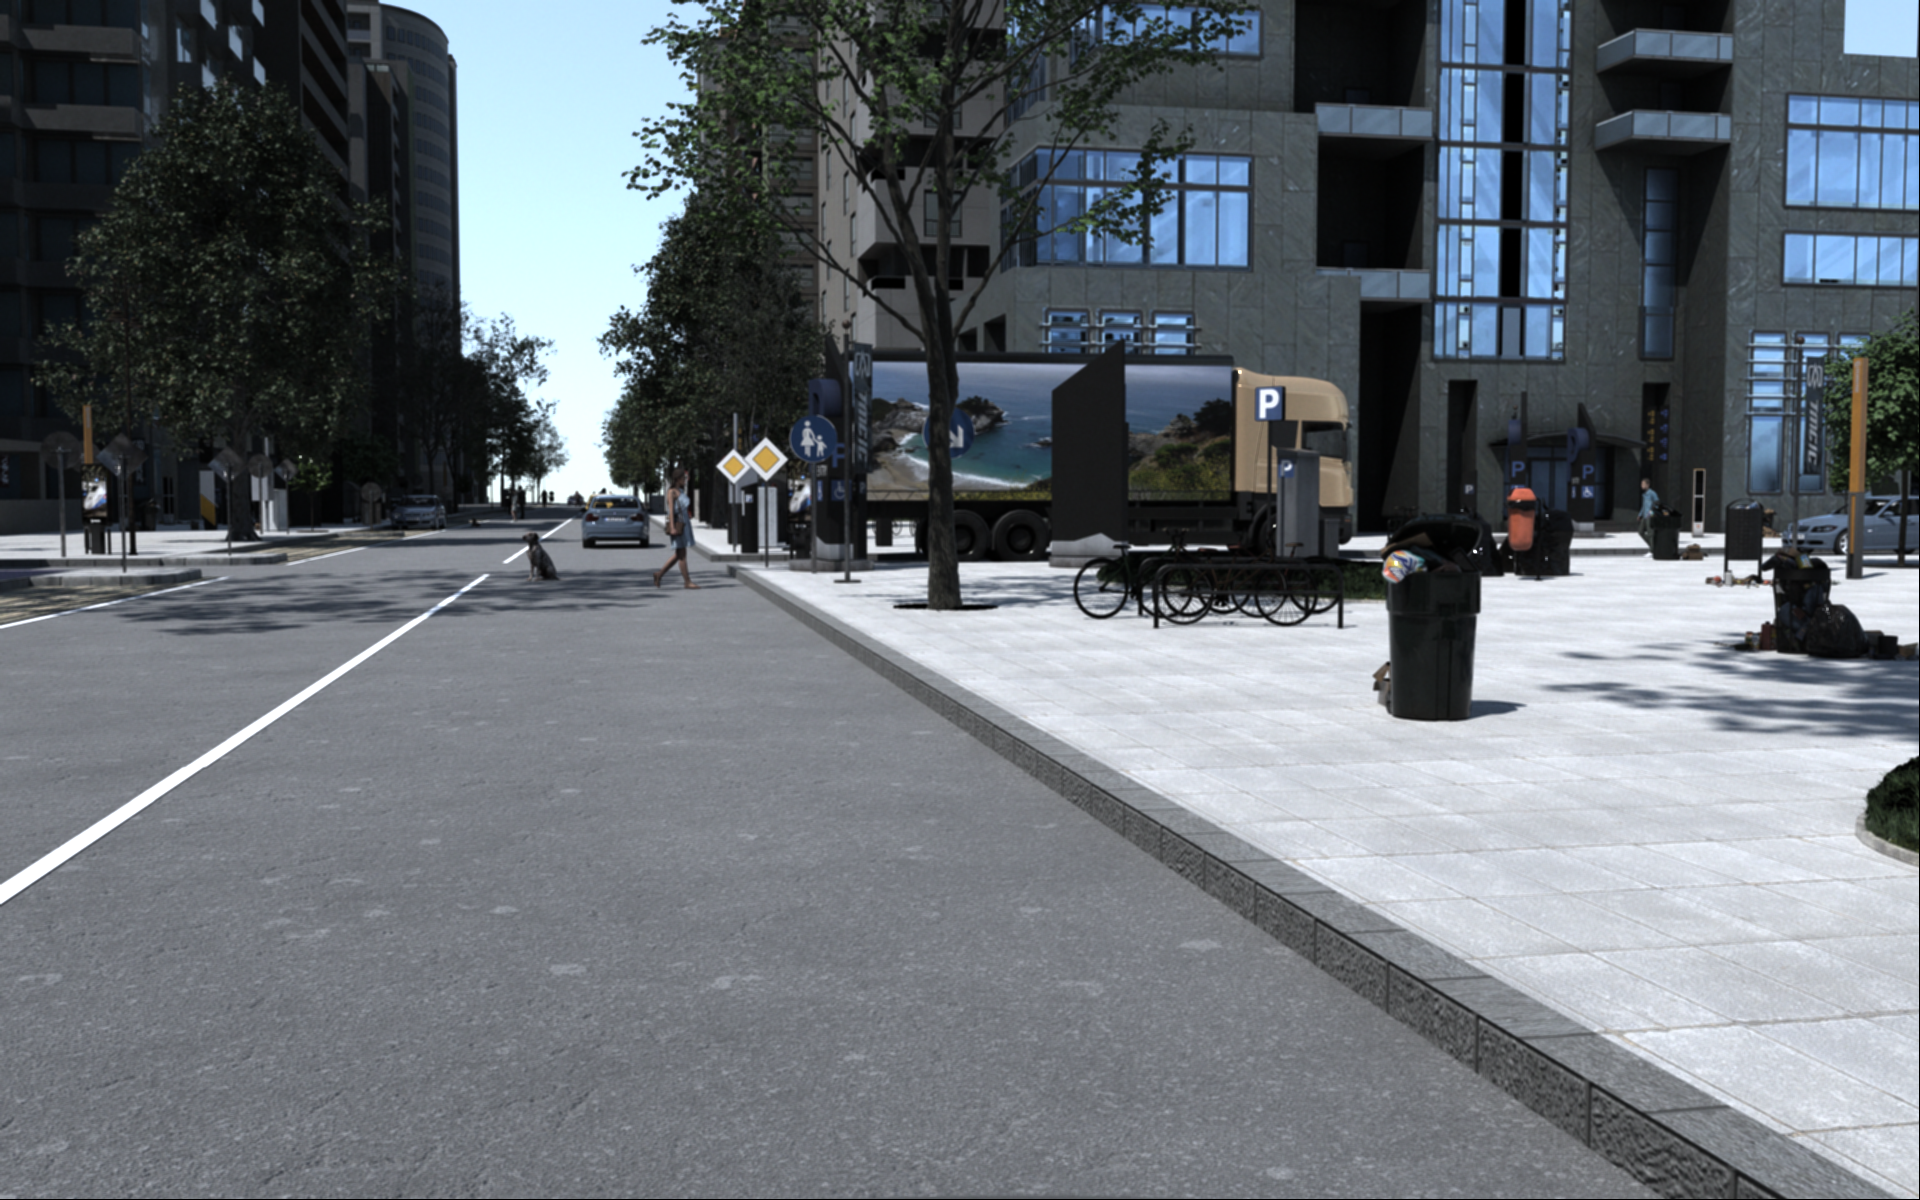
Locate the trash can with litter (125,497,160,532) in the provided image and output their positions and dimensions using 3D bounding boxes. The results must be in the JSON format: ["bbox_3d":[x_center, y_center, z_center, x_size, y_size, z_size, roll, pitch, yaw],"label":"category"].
[{"bbox_3d":[-28.063,-2.939,59.432,0.624,1.170,1.055,2,4,35],"label":"trash can with litter"}]

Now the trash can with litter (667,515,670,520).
[{"bbox_3d":[-13.938,-4.518,85.262,0.624,1.170,1.055,2,4,26],"label":"trash can with litter"}]

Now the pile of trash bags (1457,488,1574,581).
[{"bbox_3d":[8.618,-1.062,27.110,1.912,1.369,3.447,1,4,10],"label":"pile of trash bags"}]

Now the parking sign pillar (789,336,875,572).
[{"bbox_3d":[-2.161,-2.483,29.065,1.447,3.967,1.447,-1,4,-18],"label":"parking sign pillar"}]

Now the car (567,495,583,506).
[{"bbox_3d":[-47.339,-12.251,212.880,1.945,1.354,3.894,-1,4,-11],"label":"car"}]

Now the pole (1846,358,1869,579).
[{"bbox_3d":[13.482,-1.968,26.016,0.158,3.312,0.155,0,3,0],"label":"pole"}]

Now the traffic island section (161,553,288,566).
[{"bbox_3d":[-15.231,-0.844,36.076,2.009,0.180,2.903,-1,4,-11],"label":"traffic island section"}]

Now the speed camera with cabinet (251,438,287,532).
[{"bbox_3d":[-23.721,-3.982,59.448,0.660,3.252,2.038,0,4,-4],"label":"speed camera with cabinet"}]

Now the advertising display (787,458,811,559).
[{"bbox_3d":[-2.809,-1.573,30.938,0.123,1.923,0.974,-2,4,-34],"label":"advertising display"}]

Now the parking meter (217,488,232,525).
[{"bbox_3d":[-30.542,-3.896,72.117,0.372,1.533,0.369,0,3,0],"label":"parking meter"}]

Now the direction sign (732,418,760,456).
[{"bbox_3d":[-6.395,-3.657,51.792,0.876,3.537,0.379,1,4,13],"label":"direction sign"}]

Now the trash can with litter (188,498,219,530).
[{"bbox_3d":[-27.264,-3.120,62.397,1.055,1.170,0.624,-1,4,-22],"label":"trash can with litter"}]

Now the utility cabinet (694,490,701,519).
[{"bbox_3d":[-12.947,-4.802,87.192,0.318,1.500,1.173,1,4,20],"label":"utility cabinet"}]

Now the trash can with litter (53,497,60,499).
[{"bbox_3d":[-37.721,-3.735,72.459,0.624,1.170,1.055,-1,4,-13],"label":"trash can with litter"}]

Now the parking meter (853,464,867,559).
[{"bbox_3d":[-1.870,-1.558,31.191,0.255,1.863,0.399,2,4,27],"label":"parking meter"}]

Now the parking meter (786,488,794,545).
[{"bbox_3d":[-4.206,-2.155,43.639,0.372,1.533,0.369,0,3,0],"label":"parking meter"}]

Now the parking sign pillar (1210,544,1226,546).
[{"bbox_3d":[6.946,-3.347,43.193,1.447,3.967,1.447,2,4,29],"label":"parking sign pillar"}]

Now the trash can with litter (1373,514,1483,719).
[{"bbox_3d":[2.655,0.074,10.174,0.624,1.170,1.055,0,4,-2],"label":"trash can with litter"}]

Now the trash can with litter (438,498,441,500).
[{"bbox_3d":[-32.281,-5.887,107.644,1.055,1.170,0.624,1,4,12],"label":"trash can with litter"}]

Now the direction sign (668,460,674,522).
[{"bbox_3d":[-12.999,-5.260,78.000,0.379,3.537,0.876,0,4,2],"label":"direction sign"}]

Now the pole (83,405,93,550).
[{"bbox_3d":[-20.006,-2.810,39.795,0.158,3.312,0.155,0,3,0],"label":"pole"}]

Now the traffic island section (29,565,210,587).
[{"bbox_3d":[-13.646,-0.365,28.249,2.009,0.180,2.903,-1,4,-11],"label":"traffic island section"}]

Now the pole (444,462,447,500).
[{"bbox_3d":[-32.262,-7.016,108.562,0.158,3.312,0.155,0,3,0],"label":"pole"}]

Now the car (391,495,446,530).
[{"bbox_3d":[-21.912,-3.559,70.198,2.014,1.417,4.499,-1,4,-10],"label":"car"}]

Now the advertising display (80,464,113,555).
[{"bbox_3d":[-18.350,-1.934,36.828,0.974,1.923,0.123,2,4,33],"label":"advertising display"}]

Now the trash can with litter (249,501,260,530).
[{"bbox_3d":[-24.483,-3.052,61.282,1.055,1.170,0.624,0,4,-3],"label":"trash can with litter"}]

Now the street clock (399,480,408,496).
[{"bbox_3d":[-27.947,-5.046,87.069,0.471,2.002,0.358,3,5,41],"label":"street clock"}]

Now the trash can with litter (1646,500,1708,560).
[{"bbox_3d":[13.950,-1.364,33.694,1.055,1.170,0.624,0,4,-1],"label":"trash can with litter"}]

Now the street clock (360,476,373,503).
[{"bbox_3d":[-24.349,-4.069,71.095,0.358,2.002,0.471,2,4,31],"label":"street clock"}]

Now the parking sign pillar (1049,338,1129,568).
[{"bbox_3d":[2.289,-2.569,30.468,1.447,3.967,1.447,1,4,22],"label":"parking sign pillar"}]

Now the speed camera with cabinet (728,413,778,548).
[{"bbox_3d":[-5.007,-2.904,41.816,0.660,3.252,2.038,-2,4,-26],"label":"speed camera with cabinet"}]

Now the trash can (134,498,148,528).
[{"bbox_3d":[-30.423,-3.222,64.332,0.748,1.137,0.748,0,3,0],"label":"trash can"}]

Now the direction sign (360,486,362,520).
[{"bbox_3d":[-29.364,-5.677,84.812,0.876,3.537,0.379,-3,4,-37],"label":"direction sign"}]

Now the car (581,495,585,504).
[{"bbox_3d":[-54.104,-14.219,245.065,1.945,1.354,3.894,-1,4,-12],"label":"car"}]

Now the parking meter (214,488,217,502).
[{"bbox_3d":[-31.931,-4.037,74.415,0.372,1.533,0.369,0,3,0],"label":"parking meter"}]

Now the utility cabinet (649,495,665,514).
[{"bbox_3d":[-19.264,-6.050,110.083,0.306,1.237,1.020,3,5,43],"label":"utility cabinet"}]

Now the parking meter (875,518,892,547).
[{"bbox_3d":[-1.875,-2.244,42.408,0.399,1.863,0.255,-2,4,-33],"label":"parking meter"}]

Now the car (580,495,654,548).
[{"bbox_3d":[-9.370,-2.157,47.266,2.014,1.417,4.499,-1,4,-10],"label":"car"}]

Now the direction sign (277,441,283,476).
[{"bbox_3d":[-28.806,-5.035,74.320,0.876,3.537,0.379,-1,4,-9],"label":"direction sign"}]

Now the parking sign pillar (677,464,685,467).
[{"bbox_3d":[-17.447,-7.388,109.259,1.447,3.967,1.447,-2,4,-29],"label":"parking sign pillar"}]

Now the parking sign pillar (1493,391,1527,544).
[{"bbox_3d":[14.473,-3.454,44.941,1.447,3.967,1.447,1,4,17],"label":"parking sign pillar"}]

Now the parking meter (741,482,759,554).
[{"bbox_3d":[-4.543,-1.773,37.403,0.372,1.533,0.369,0,3,0],"label":"parking meter"}]

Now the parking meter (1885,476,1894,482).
[{"bbox_3d":[29.071,-2.973,54.325,0.399,1.863,0.255,-3,5,-39],"label":"parking meter"}]

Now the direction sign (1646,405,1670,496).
[{"bbox_3d":[17.887,-3.209,44.469,0.379,3.537,0.876,-1,4,-13],"label":"direction sign"}]

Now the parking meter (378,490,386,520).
[{"bbox_3d":[-29.026,-4.805,86.966,0.372,1.533,0.369,0,3,0],"label":"parking meter"}]

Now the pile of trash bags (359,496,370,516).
[{"bbox_3d":[-34.764,-5.569,100.803,1.912,1.369,3.447,-2,4,-30],"label":"pile of trash bags"}]

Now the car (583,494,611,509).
[{"bbox_3d":[-19.599,-5.167,94.704,2.015,1.641,3.980,-1,4,-13],"label":"car"}]

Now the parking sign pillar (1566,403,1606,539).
[{"bbox_3d":[18.129,-3.796,50.540,1.447,3.967,1.447,0,4,3],"label":"parking sign pillar"}]

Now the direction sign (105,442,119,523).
[{"bbox_3d":[-37.120,-5.139,76.021,0.379,3.537,0.876,1,4,23],"label":"direction sign"}]

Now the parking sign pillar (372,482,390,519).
[{"bbox_3d":[-30.237,-6.228,90.308,1.447,3.967,1.447,0,4,5],"label":"parking sign pillar"}]

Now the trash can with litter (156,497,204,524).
[{"bbox_3d":[-33.488,-3.849,73.995,2.233,1.210,1.678,0,4,4],"label":"trash can with litter"}]

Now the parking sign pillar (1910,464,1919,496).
[{"bbox_3d":[40.880,-5.232,74.018,1.447,3.967,1.447,2,4,29],"label":"parking sign pillar"}]

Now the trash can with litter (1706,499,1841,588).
[{"bbox_3d":[11.524,-0.823,24.508,2.233,1.210,1.678,0,4,-4],"label":"trash can with litter"}]

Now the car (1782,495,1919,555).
[{"bbox_3d":[21.488,-1.737,40.408,4.499,1.417,2.014,-1,4,-11],"label":"car"}]

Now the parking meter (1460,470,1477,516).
[{"bbox_3d":[12.219,-2.198,41.652,0.399,1.863,0.255,1,4,16],"label":"parking meter"}]
